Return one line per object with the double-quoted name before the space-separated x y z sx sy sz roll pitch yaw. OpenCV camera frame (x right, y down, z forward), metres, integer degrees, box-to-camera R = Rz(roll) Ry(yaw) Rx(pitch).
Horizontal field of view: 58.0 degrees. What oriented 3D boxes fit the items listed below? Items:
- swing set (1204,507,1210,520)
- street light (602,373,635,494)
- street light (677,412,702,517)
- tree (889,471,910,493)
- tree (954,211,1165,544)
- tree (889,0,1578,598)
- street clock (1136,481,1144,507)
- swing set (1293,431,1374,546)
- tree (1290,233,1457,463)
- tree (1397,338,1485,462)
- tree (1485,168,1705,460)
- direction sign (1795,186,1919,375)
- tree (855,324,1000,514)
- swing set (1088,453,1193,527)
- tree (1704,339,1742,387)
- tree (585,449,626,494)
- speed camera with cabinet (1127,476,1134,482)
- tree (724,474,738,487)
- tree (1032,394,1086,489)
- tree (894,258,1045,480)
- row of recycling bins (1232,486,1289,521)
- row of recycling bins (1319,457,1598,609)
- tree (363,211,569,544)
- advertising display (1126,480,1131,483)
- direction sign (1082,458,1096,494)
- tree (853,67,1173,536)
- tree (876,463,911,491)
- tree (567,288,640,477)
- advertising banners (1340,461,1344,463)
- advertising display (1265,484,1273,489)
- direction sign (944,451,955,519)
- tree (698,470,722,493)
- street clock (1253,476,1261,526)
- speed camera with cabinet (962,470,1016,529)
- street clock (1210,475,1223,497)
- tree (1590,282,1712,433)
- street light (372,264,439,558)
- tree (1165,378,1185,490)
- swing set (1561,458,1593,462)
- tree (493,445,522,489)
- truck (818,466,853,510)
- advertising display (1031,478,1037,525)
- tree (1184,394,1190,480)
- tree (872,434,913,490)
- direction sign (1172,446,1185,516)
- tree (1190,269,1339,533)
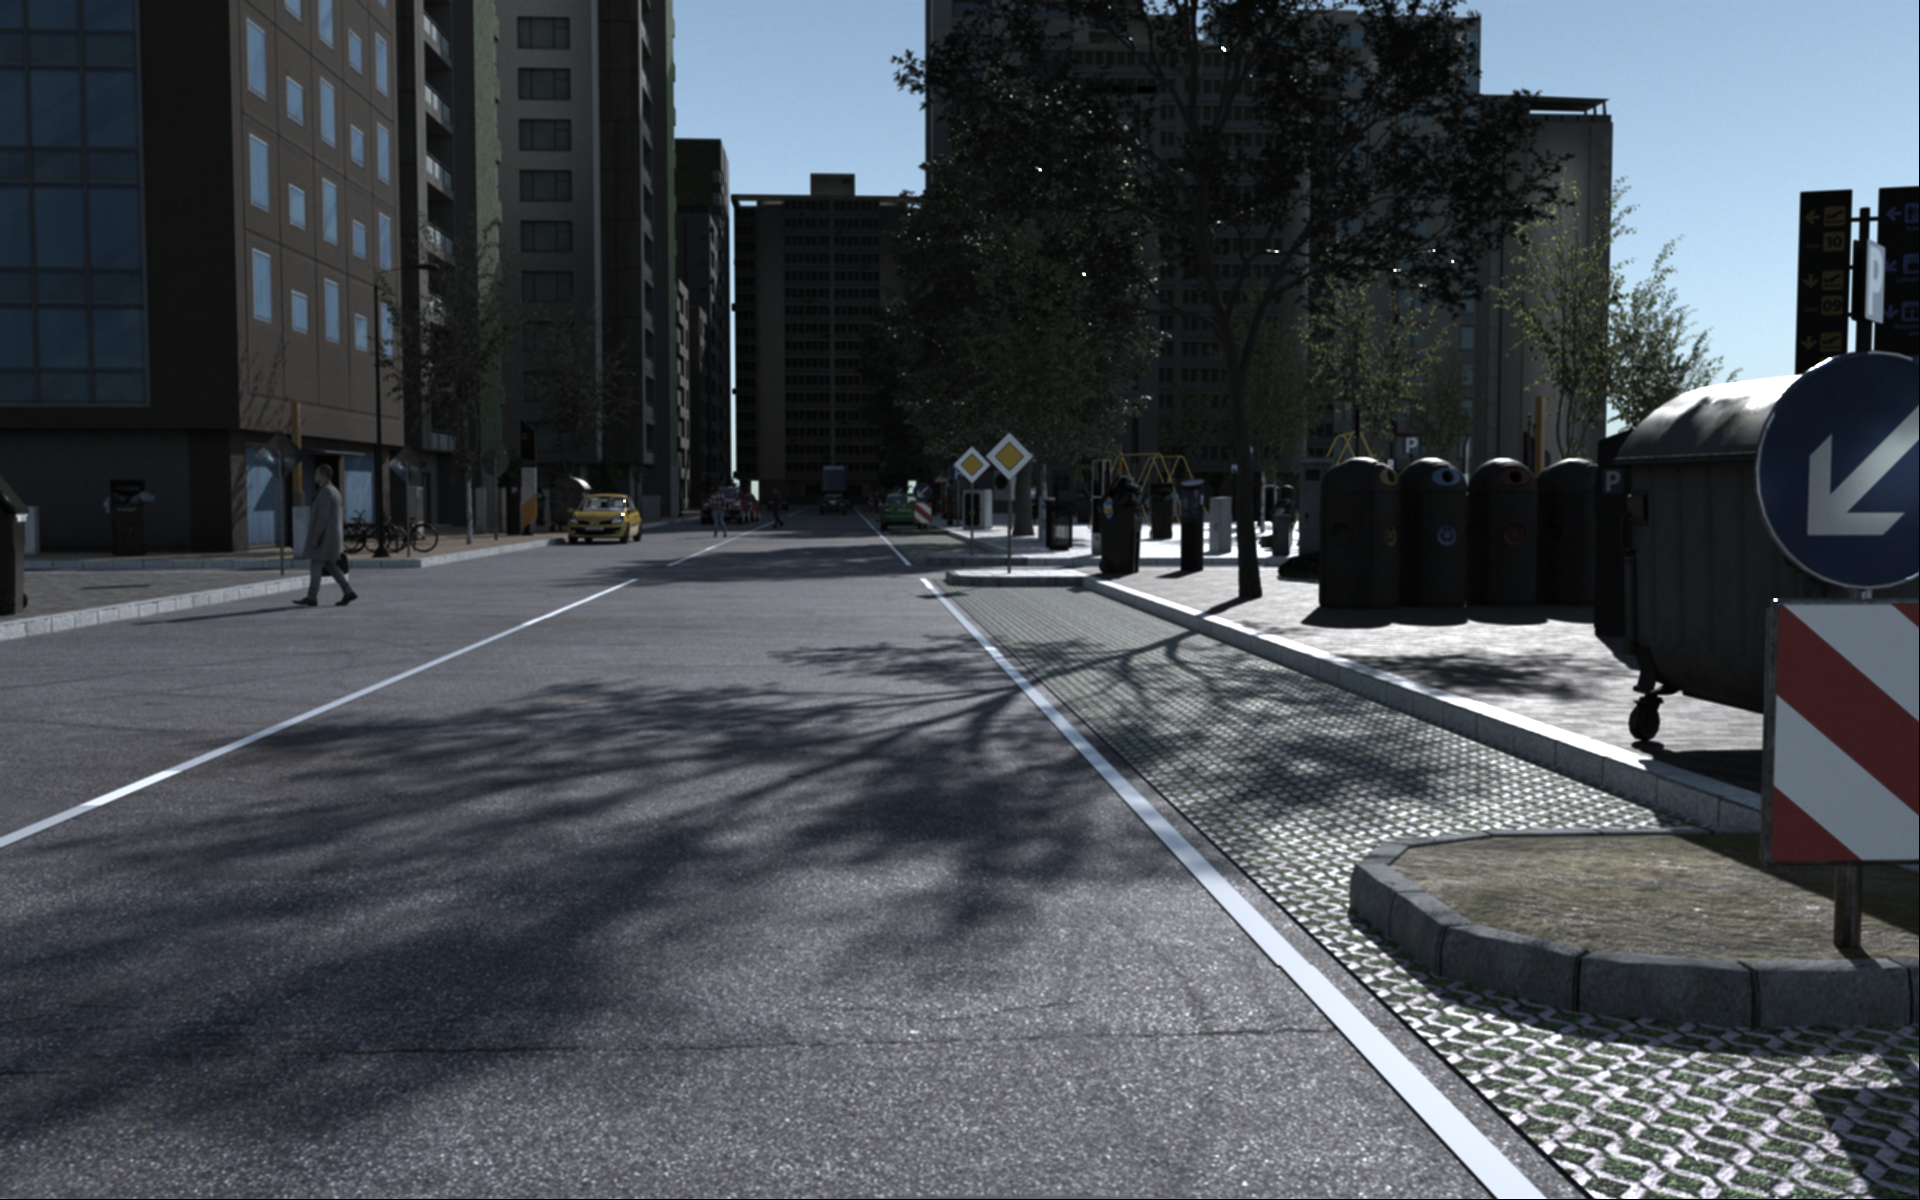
"swing set" 8.528 -4.516 71.455 2.862 2.851 3.119 -1 4 -19
"street light" -13.185 -5.759 66.704 1.470 5.913 1.316 0 4 -4
"street light" -15.359 -7.701 98.455 1.470 5.913 1.316 0 4 -4
"tree" -4.987 -9.298 146.624 1.663 3.219 1.824 0 3 0
"tree" 2.079 -5.740 44.208 4.737 8.622 4.395 0 3 0
"tree" 3.565 -5.333 21.607 8.767 10.594 7.601 -1 4 -13
"street clock" 9.821 -5.504 94.563 0.358 2.002 0.471 -2 4 -31
"swing set" 9.815 -2.824 43.791 2.862 2.851 3.119 0 4 5
"tree" 11.361 -6.001 48.477 4.360 8.622 3.978 0 3 0
"tree" 22.936 -8.078 82.432 4.737 8.622 4.395 0 3 0
"tree" 14.308 -5.483 40.003 4.360 8.622 3.978 0 3 0
"direction sign" 6.715 -1.281 12.949 0.876 3.537 0.379 1 4 18
"tree" -1.649 -12.348 112.254 12.009 13.543 11.850 0 3 0
"swing set" 6.948 -4.229 66.763 2.862 2.851 3.119 -2 4 -26
"tree" 27.484 -7.123 66.825 4.360 8.622 3.978 0 3 0
"tree" -15.076 -4.822 73.445 1.663 3.219 1.824 0 3 0
"speed camera with cabinet" 7.970 -5.788 88.965 2.038 3.252 0.660 -2 4 -33
"tree" -21.728 -10.306 163.111 1.663 3.219 1.824 0 3 0
"tree" 4.489 -8.568 90.448 4.360 8.622 3.978 0 3 0
"tree" 0.661 -9.768 77.832 7.486 12.596 7.792 0 3 0
"row of recycling bins" 14.701 -4.670 83.471 3.534 1.692 1.069 -2 4 -29
"row of recycling bins" 5.826 -0.787 19.976 3.534 1.692 1.069 -1 4 -13
"tree" -12.824 -5.740 44.206 4.360 8.622 3.978 0 3 0
"advertising display" 7.625 -4.538 79.402 0.123 1.923 0.974 -1 4 -18
"direction sign" 8.027 -7.068 107.565 0.876 3.537 0.379 1 4 18
"tree" 2.061 -8.973 53.364 9.857 13.997 8.962 0 3 0
"tree" -6.082 -10.739 159.302 4.285 4.588 4.351 0 3 0
"tree" -14.048 -6.886 62.945 4.360 8.622 3.978 0 3 0
"advertising banners" 20.375 -5.772 90.568 0.090 3.025 2.074 -1 4 -18
"advertising display" 19.605 -6.489 111.308 0.974 1.923 0.123 0 4 -8
"direction sign" -0.551 -6.019 90.403 0.379 3.537 0.876 -3 5 -41
"tree" -19.604 -8.577 134.839 1.663 3.219 1.824 0 3 0
"street clock" 12.001 -3.951 69.168 0.358 2.002 0.471 0 4 -2
"speed camera with cabinet" 1.071 -4.208 63.141 2.038 3.252 0.660 2 4 34
"street clock" 9.653 -3.713 65.280 0.471 2.002 0.358 0 4 7
"tree" 24.110 -6.772 61.084 4.737 8.622 4.395 0 3 0
"street light" -11.207 -3.821 35.019 1.470 5.913 1.316 0 4 -4
"tree" 13.785 -9.449 104.848 4.737 8.622 4.395 0 3 0
"swing set" 27.408 -4.871 77.259 2.862 2.851 3.119 0 4 -3
"tree" -17.466 -4.504 68.248 1.663 3.219 1.824 0 3 0
"truck" -11.348 -10.309 158.309 2.967 4.110 18.799 0 4 -6
"advertising display" 2.731 -4.018 70.914 0.974 1.923 0.123 -3 4 -36
"tree" 15.175 -8.701 92.623 4.737 8.622 4.395 0 3 0
"tree" -5.615 -12.356 152.384 4.737 8.622 4.395 0 3 0
"direction sign" 10.421 -5.540 82.578 0.379 3.537 0.876 -2 4 -33
"tree" 10.325 -6.552 57.483 4.737 8.622 4.395 0 3 0
